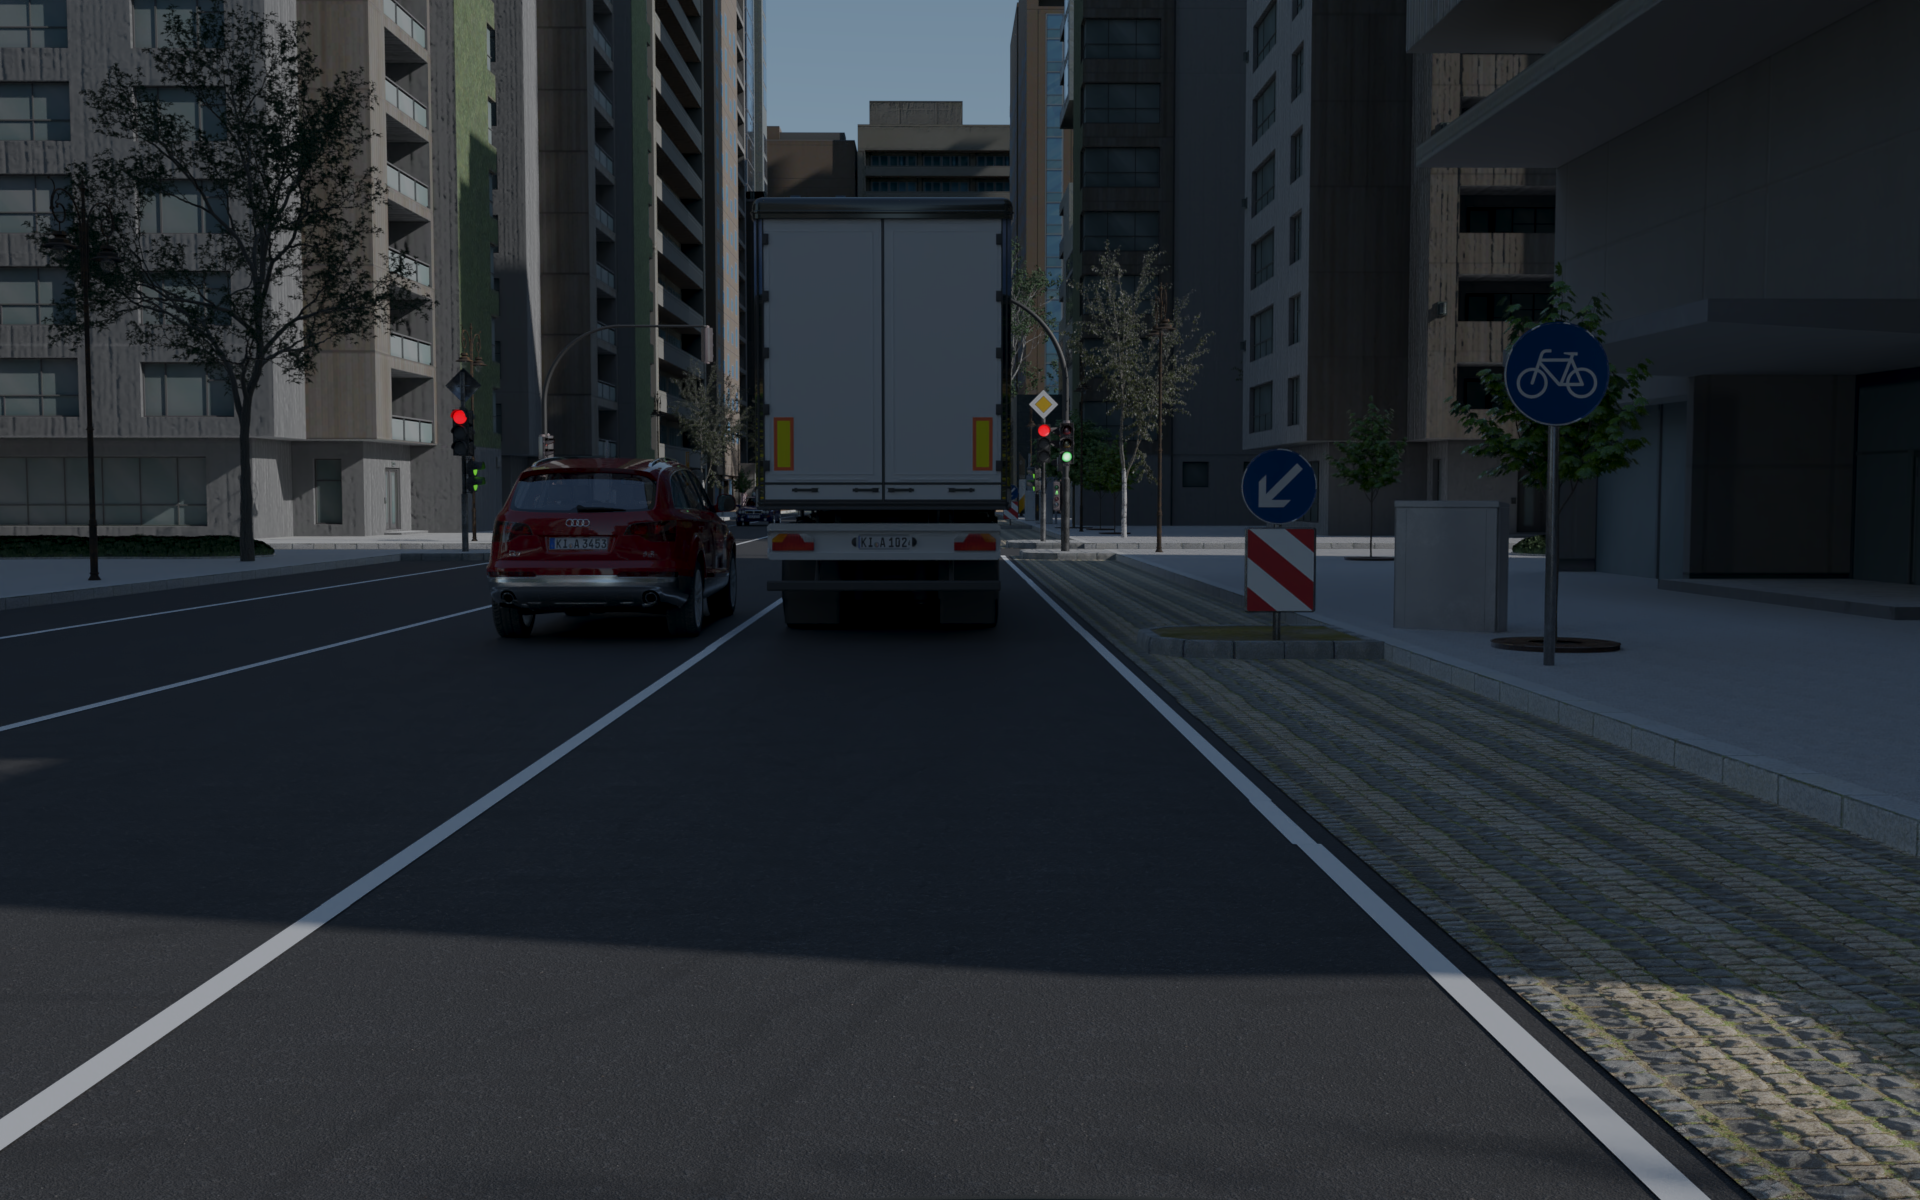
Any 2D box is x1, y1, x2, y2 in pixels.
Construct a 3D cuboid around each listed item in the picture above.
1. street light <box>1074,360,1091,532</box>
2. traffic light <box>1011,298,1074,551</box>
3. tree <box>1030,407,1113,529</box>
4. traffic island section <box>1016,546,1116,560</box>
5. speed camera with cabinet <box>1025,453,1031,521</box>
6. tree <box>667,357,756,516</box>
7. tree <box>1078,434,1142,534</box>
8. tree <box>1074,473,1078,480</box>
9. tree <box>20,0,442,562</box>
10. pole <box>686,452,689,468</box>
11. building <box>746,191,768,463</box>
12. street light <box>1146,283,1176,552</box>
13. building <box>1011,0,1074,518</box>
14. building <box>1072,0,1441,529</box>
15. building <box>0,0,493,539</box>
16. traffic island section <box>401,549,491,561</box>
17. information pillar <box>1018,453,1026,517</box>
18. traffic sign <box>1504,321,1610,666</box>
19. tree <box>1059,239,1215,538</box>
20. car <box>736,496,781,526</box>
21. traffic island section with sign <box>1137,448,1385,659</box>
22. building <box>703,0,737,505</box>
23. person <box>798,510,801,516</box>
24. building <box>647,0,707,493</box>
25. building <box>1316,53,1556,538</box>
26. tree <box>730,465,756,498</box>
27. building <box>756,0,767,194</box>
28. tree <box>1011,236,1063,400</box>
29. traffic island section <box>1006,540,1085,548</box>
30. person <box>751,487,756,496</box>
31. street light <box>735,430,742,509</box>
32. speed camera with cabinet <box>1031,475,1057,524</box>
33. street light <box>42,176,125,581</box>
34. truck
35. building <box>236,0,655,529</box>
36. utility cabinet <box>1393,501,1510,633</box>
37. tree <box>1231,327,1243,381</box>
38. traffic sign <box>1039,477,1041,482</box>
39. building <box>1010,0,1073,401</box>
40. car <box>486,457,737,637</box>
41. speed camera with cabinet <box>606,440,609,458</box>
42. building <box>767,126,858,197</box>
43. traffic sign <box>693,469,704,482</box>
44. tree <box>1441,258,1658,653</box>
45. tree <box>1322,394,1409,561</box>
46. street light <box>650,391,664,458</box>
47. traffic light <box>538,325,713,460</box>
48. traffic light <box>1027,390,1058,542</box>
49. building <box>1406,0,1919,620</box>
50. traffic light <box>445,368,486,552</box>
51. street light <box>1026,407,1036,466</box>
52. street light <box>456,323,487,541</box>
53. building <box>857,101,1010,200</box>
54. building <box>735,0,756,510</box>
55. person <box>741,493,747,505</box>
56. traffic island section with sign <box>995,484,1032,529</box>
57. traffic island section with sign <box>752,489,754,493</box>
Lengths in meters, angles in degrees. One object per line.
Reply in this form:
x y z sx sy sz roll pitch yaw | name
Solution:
4.135 -5.265 58.878 0.468 5.910 1.993 0 4 -1 | street light
0.241 -3.909 38.582 4.771 5.953 1.251 0 4 -1 | traffic light
4.366 -4.975 65.057 4.285 4.588 4.351 0 3 0 | tree
2.372 -1.014 38.865 2.009 0.180 2.903 0 4 -1 | traffic island section
3.492 -5.464 83.664 0.660 3.252 2.038 0 4 6 | speed camera with cabinet
-13.719 -8.781 93.935 4.360 8.622 3.978 0 3 0 | tree
5.074 -3.714 55.331 1.663 3.219 1.824 0 3 0 | tree
4.985 -4.102 61.670 1.663 3.219 1.824 0 3 0 | tree
-13.695 -5.993 32.394 8.767 10.594 7.601 1 4 13 | tree
-13.164 -5.498 83.742 0.158 3.312 0.155 0 3 0 | pole
-24.179 -24.010 164.268 14.160 30.474 14.107 0 4 -1 | building
4.389 -3.990 38.023 0.468 5.910 1.993 0 4 -1 | street light
14.896 -48.446 104.762 22.319 86.520 31.000 0 4 -1 | building
11.810 -18.607 75.934 14.160 30.474 14.107 0 4 -1 | building
-23.350 -22.654 53.986 14.154 41.232 14.086 0 4 -1 | building
-11.068 -1.004 38.696 2.009 0.180 2.903 0 4 -1 | traffic island section
3.519 -6.503 97.684 0.183 3.616 0.504 -3 5 -44 | information pillar
4.413 -0.782 12.899 0.768 2.556 0.104 0 4 3 | traffic sign
5.068 -6.141 50.773 4.360 8.622 3.978 0 3 0 | tree
-9.182 -4.063 79.012 1.945 1.354 3.894 0 4 0 | car
2.667 -0.443 15.872 1.989 1.847 2.006 0 4 -1 | traffic island section with sign
-24.272 -29.297 129.111 14.600 45.320 14.200 0 4 -1 | building
-10.121 -6.208 109.980 0.573 1.828 0.580 -1 4 -9 | person
-27.737 -29.497 105.970 21.300 48.544 21.600 0 4 -1 | building
17.237 -17.362 55.577 14.107 30.474 14.160 0 4 -1 | building
-14.642 -7.410 115.761 1.663 3.219 1.824 0 3 0 | tree
-32.650 -53.218 182.780 31.000 86.520 22.319 0 4 -1 | building
2.851 -16.704 128.997 12.611 20.169 13.585 0 3 0 | tree
2.269 -1.503 46.849 2.009 0.180 2.903 0 4 -1 | traffic island section
-11.011 -5.178 93.141 0.794 1.824 0.713 1 4 10 | person
-13.940 -8.342 109.173 0.468 5.910 1.993 0 4 -1 | street light
3.747 -4.914 74.680 0.660 3.252 2.038 -1 4 -12 | speed camera with cabinet
-12.875 -3.229 25.587 0.468 5.910 1.993 0 4 -1 | street light
-0.750 -2.024 22.003 2.839 4.237 11.283 0 4 0 | truck
-21.738 -24.004 76.053 14.154 41.232 14.086 0 4 -1 | building
4.642 -0.319 16.377 1.020 1.237 0.306 3 4 37 | utility cabinet
12.441 -7.070 65.952 4.360 8.622 3.978 0 3 0 | tree
3.619 -4.619 77.646 0.606 2.300 0.079 0 4 0 | traffic sign
11.682 -30.982 156.668 14.600 45.320 14.200 0 4 -1 | building
-3.655 -0.625 18.896 2.281 1.827 5.304 0 4 -1 | car
-13.164 -4.273 64.205 0.660 3.252 2.038 0 4 -4 | speed camera with cabinet
-19.694 -34.486 213.954 14.200 45.320 14.600 0 4 -1 | building
-13.618 -5.466 89.475 0.768 2.556 0.104 0 4 2 | traffic sign
4.833 -1.209 14.371 1.663 3.219 1.824 0 3 0 | tree
7.856 -2.385 33.597 1.663 3.219 1.824 0 3 0 | tree
-13.580 -6.429 77.908 0.468 5.910 1.993 0 4 -1 | street light
-9.041 -4.400 46.609 4.771 5.953 1.251 0 4 -1 | traffic light
2.228 -3.536 46.735 0.839 4.253 0.868 0 4 -1 | traffic light
21.017 -26.048 15.132 28.713 52.752 27.495 0 4 -1 | building
-11.028 -3.036 38.562 0.839 4.253 0.868 0 4 -1 | traffic light
3.677 -7.167 89.968 0.468 5.910 1.993 0 4 -1 | street light
-13.206 -4.535 46.939 0.468 5.910 1.993 0 4 -1 | street light
-1.775 -36.293 217.091 21.600 48.544 21.300 0 4 -1 | building
-26.601 -43.267 145.666 20.563 71.187 20.611 0 4 -1 | building
-16.247 -7.557 130.264 0.551 1.740 0.621 1 4 22 | person
1.948 -3.842 71.446 1.989 1.847 2.006 0 4 -1 | traffic island section with sign
-11.534 -5.529 99.022 1.989 1.847 2.006 0 4 -1 | traffic island section with sign
